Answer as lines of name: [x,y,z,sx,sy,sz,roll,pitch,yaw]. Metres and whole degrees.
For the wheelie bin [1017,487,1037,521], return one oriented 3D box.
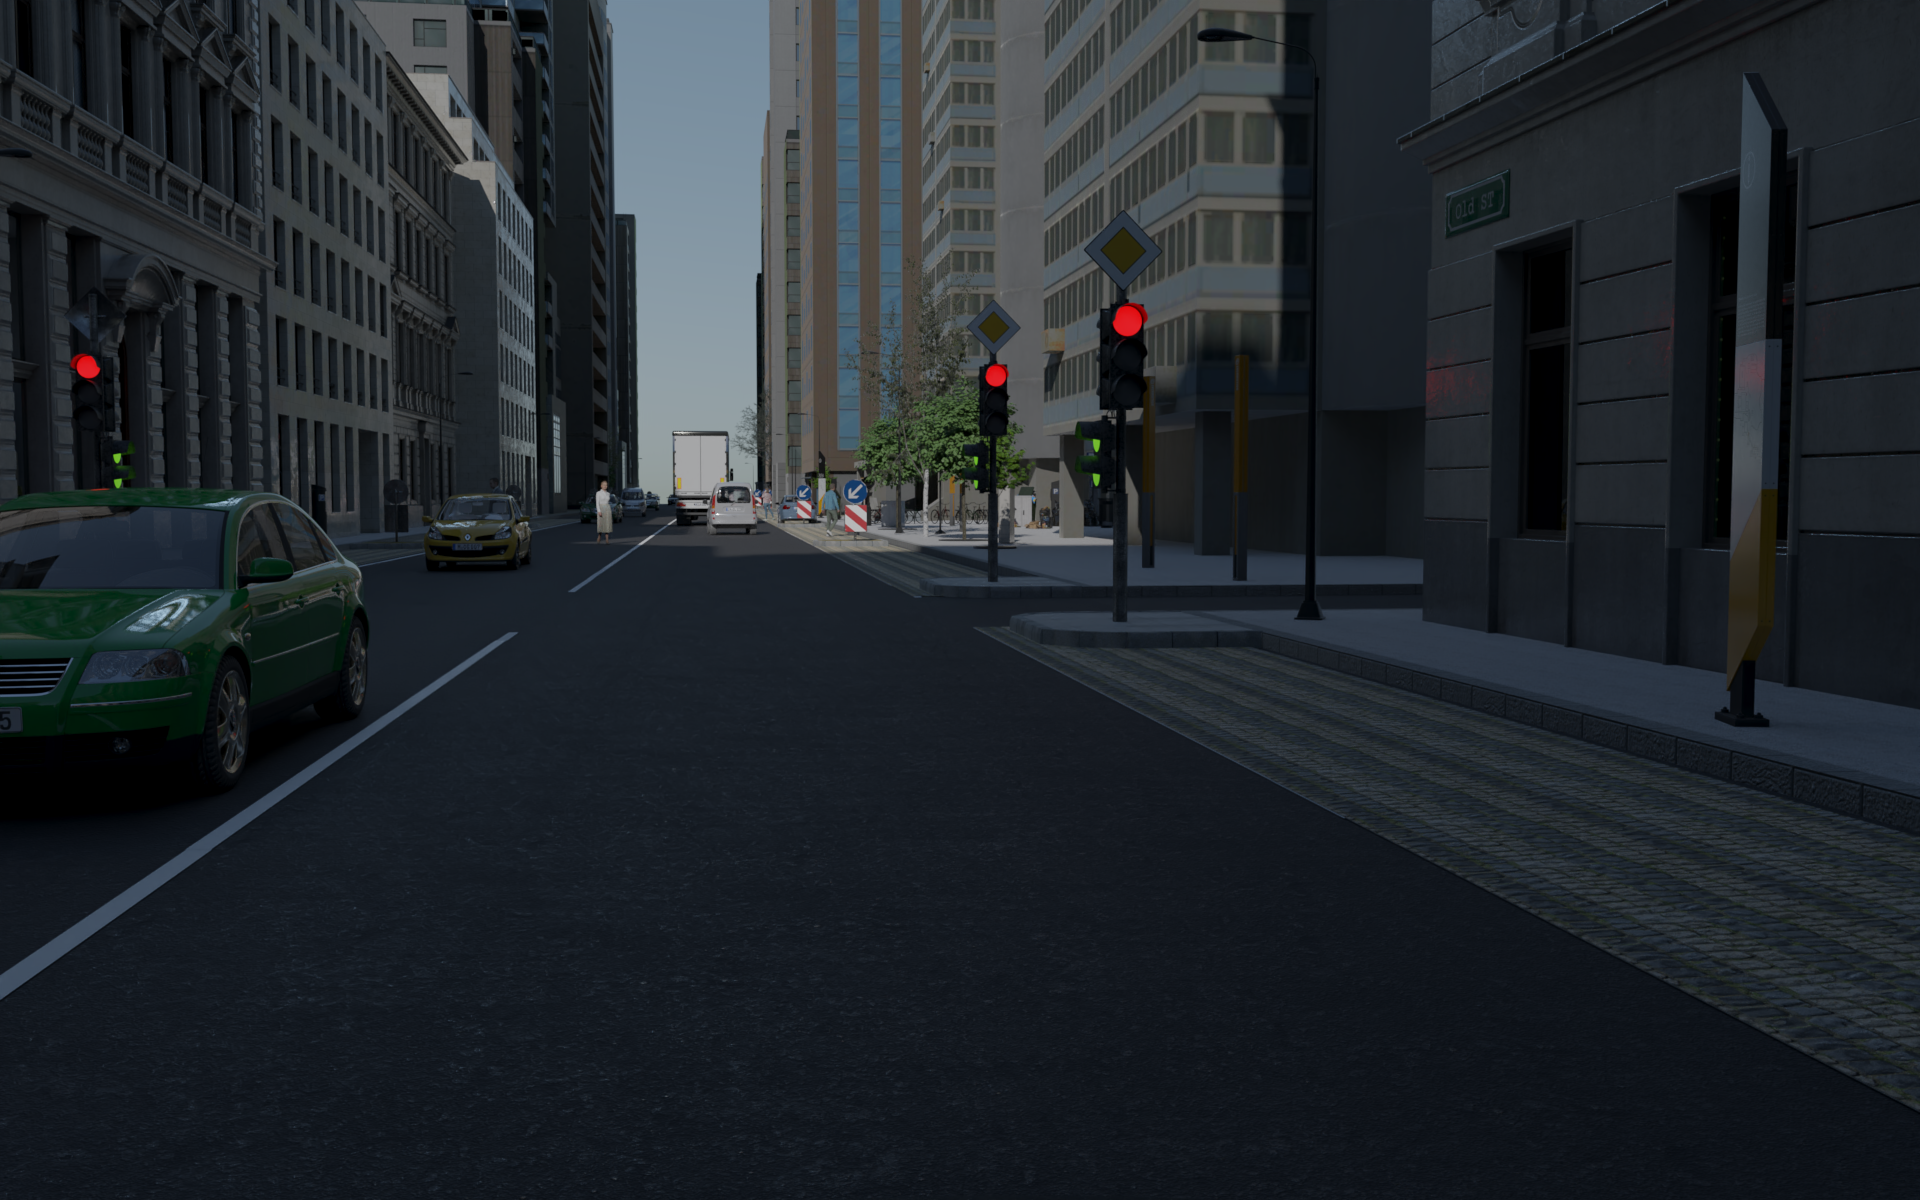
wheelie bin: [2.876,-4.073,74.501,0.980,1.594,0.693,2,4,29]

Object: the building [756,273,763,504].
building: [-19.693,-27.869,227.355,14.160,30.474,14.107,0,4,-8]

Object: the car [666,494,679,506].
car: [-35.975,-12.753,218.295,2.009,1.686,4.222,-1,4,-9]

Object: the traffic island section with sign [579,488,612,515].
traffic island section with sign: [-25.803,-6.945,122.179,1.989,1.847,2.006,0,4,-8]

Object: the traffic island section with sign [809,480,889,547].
traffic island section with sign: [-3.063,-2.406,47.960,1.989,1.847,2.006,0,4,-8]

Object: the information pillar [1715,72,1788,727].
information pillar: [4.366,-1.110,9.502,0.183,3.616,0.504,0,4,6]

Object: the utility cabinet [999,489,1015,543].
utility cabinet: [1.210,-2.238,45.274,0.318,1.500,1.173,0,4,8]

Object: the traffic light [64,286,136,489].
traffic light: [-11.675,-2.113,23.474,0.839,4.253,0.868,0,4,-8]

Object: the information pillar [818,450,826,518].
information pillar: [-7.357,-6.171,92.249,0.183,3.616,0.504,-3,5,-45]

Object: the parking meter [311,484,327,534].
parking meter: [-16.657,-2.239,45.023,0.372,1.533,0.369,0,3,0]

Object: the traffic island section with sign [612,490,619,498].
traffic island section with sign: [-29.680,-8.607,149.347,1.989,1.847,2.006,0,4,-8]

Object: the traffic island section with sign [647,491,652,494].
traffic island section with sign: [-41.264,-13.575,230.570,1.989,1.847,2.006,0,4,-8]

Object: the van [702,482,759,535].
van: [-8.187,-3.364,62.014,2.013,2.044,4.112,-1,4,-10]

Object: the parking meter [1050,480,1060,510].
parking meter: [3.962,-4.063,72.147,0.399,1.863,0.255,0,4,0]

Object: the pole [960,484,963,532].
pole: [0.084,-3.962,58.624,0.158,3.312,0.155,0,3,0]

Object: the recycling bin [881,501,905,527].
recycling bin: [-2.584,-3.324,66.895,0.722,1.027,0.722,1,4,21]

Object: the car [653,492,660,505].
car: [-41.838,-13.862,236.228,1.945,1.707,3.694,-1,4,-8]

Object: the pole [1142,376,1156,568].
pole: [3.274,-2.213,30.022,0.158,3.312,0.155,0,3,0]

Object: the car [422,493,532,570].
car: [-9.384,-1.445,33.845,2.015,1.641,3.980,-1,4,-9]

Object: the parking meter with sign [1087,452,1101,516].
parking meter with sign: [5.735,-4.714,73.338,0.543,3.016,1.738,1,4,12]

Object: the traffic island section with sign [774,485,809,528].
traffic island section with sign: [-6.871,-4.038,74.646,1.989,1.847,2.006,0,4,-8]

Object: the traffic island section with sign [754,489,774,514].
traffic island section with sign: [-13.959,-7.073,124.270,1.989,1.847,2.006,0,4,-8]

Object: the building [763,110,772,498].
building: [-15.313,-33.574,199.053,14.600,45.320,14.200,0,4,-8]

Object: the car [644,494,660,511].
car: [-26.932,-8.422,149.502,2.131,1.459,4.920,0,4,-8]

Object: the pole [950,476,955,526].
pole: [-0.310,-4.633,69.595,0.158,3.312,0.155,0,3,0]

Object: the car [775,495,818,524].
car: [-7.710,-4.274,81.875,2.014,1.417,4.499,0,4,-8]

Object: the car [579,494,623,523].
car: [-17.777,-4.536,85.963,2.131,1.459,4.920,0,4,-7]

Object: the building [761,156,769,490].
building: [-17.388,-32.388,213.142,14.154,41.232,14.086,0,4,-8]

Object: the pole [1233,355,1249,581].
pole: [4.143,-1.939,25.546,0.158,3.312,0.155,0,3,0]

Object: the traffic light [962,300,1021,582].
traffic light: [0.462,-2.220,25.216,0.839,4.253,0.868,0,4,-8]

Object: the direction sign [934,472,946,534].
direction sign: [-0.635,-3.900,55.756,0.876,3.537,0.379,3,4,36]

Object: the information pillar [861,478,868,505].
information pillar: [-4.304,-4.539,78.712,0.304,2.012,0.304,-2,4,-35]

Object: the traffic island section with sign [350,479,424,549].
traffic island section with sign: [-14.871,-2.262,45.613,1.989,1.847,2.006,0,4,-8]

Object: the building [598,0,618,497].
building: [-49.711,-39.767,192.195,21.231,58.520,28.212,0,4,-8]

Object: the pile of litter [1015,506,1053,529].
pile of litter: [2.905,-3.079,64.315,1.176,0.858,1.719,2,4,26]

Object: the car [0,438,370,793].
car: [-4.550,-0.049,9.603,1.959,1.807,4.718,0,4,-7]

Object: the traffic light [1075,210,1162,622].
traffic light: [1.590,-1.736,17.310,0.839,4.253,0.868,0,4,-8]

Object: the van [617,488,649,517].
van: [-20.851,-6.322,110.375,2.013,2.044,4.112,-1,4,-10]

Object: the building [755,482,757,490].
building: [-13.141,-33.999,247.764,32.217,40.220,23.993,0,4,-8]

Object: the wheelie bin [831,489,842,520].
wheelie bin: [-6.217,-4.782,86.096,0.693,1.594,0.980,0,4,1]

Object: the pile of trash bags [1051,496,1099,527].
pile of trash bags: [5.240,-3.622,68.965,3.447,1.369,1.912,1,4,10]

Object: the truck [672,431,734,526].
truck: [-12.208,-5.713,82.325,2.839,4.237,11.283,0,4,-7]

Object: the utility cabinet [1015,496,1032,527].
utility cabinet: [2.309,-3.491,68.245,1.020,1.237,0.306,0,4,-2]

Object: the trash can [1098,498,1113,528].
trash can: [5.552,-3.292,65.481,0.748,1.137,0.748,0,3,0]

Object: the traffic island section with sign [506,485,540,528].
traffic island section with sign: [-18.775,-3.935,72.963,1.989,1.847,2.006,0,4,-8]
